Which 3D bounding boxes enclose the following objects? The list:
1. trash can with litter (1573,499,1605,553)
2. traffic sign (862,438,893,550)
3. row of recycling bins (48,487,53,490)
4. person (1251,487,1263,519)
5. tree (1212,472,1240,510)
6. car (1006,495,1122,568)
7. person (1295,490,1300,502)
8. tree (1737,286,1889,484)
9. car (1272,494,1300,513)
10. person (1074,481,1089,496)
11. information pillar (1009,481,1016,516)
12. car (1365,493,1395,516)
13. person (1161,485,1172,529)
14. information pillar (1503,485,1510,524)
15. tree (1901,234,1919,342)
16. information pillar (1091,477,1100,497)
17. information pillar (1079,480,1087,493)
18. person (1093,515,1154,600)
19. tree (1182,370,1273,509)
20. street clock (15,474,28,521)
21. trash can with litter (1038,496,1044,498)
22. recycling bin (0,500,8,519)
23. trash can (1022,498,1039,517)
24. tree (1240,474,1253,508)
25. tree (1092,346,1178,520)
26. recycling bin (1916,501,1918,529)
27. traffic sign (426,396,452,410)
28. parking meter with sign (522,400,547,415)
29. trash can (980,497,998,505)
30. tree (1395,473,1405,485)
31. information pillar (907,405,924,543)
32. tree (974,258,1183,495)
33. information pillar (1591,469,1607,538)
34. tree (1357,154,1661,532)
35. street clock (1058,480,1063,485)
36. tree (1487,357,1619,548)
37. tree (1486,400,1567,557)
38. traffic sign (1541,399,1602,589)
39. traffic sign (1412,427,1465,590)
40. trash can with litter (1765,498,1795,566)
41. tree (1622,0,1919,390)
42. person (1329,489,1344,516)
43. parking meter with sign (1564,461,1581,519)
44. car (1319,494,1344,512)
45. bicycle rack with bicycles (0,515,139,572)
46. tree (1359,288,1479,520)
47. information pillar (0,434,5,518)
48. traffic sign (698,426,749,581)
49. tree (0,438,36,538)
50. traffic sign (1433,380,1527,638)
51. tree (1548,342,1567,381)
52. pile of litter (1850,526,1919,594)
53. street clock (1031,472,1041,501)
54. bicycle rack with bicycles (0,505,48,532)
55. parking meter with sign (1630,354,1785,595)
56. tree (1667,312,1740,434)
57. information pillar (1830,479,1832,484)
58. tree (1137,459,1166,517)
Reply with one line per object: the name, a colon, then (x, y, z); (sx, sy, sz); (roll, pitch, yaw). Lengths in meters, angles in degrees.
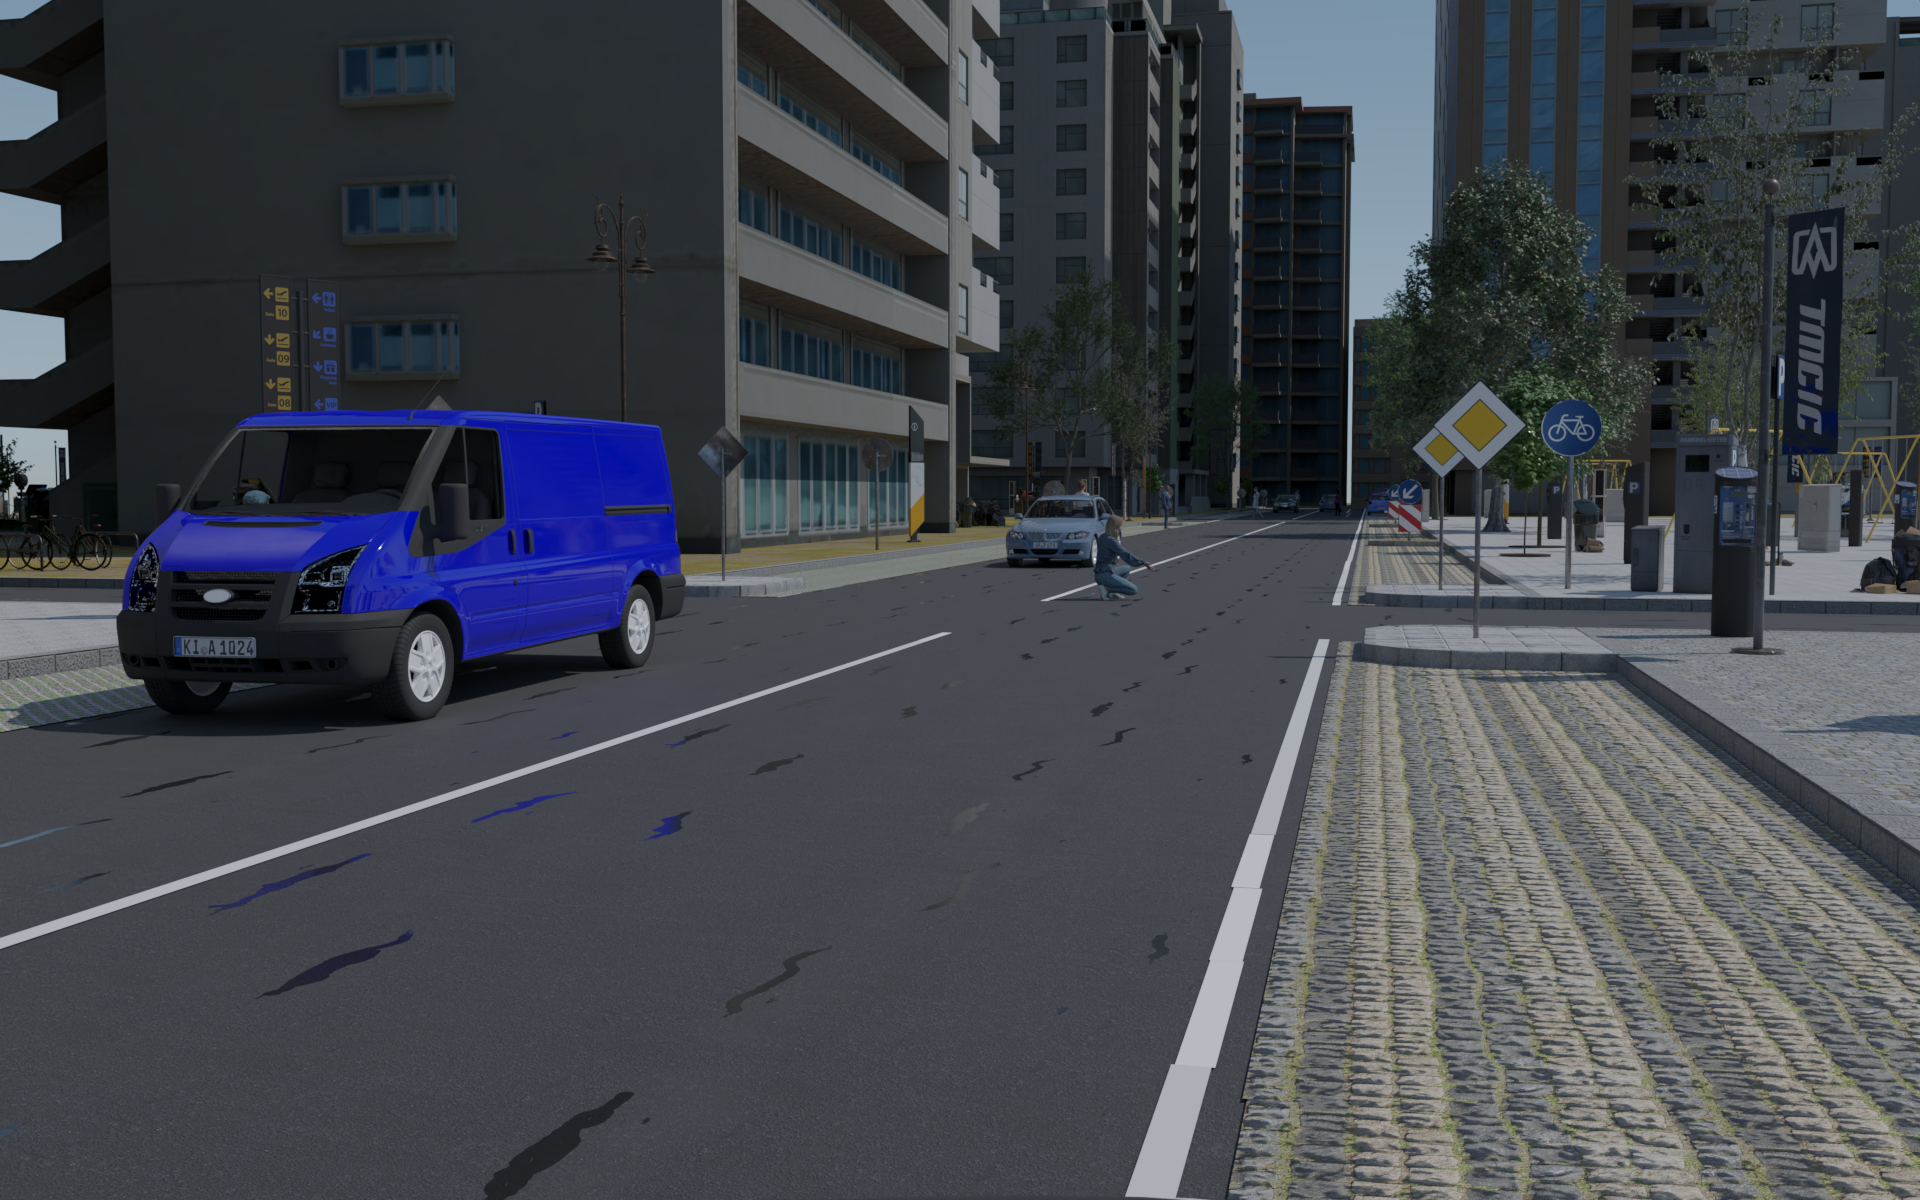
trash can with litter: (13.964, -1.644, 38.262); (0.624, 1.170, 1.055); (0, 4, -3)
traffic sign: (-1.899, -2.414, 39.574); (0.768, 2.556, 0.104); (1, 4, 18)
row of recycling bins: (-55.173, -6.022, 105.579); (3.534, 1.692, 1.069); (2, 4, 25)
person: (16.643, -5.414, 97.107); (0.778, 1.811, 0.616); (1, 4, 17)
tree: (21.119, -8.807, 138.596); (1.663, 3.219, 1.824); (0, 3, 0)
car: (2.192, -1.435, 35.464); (2.014, 1.417, 4.499); (1, 4, 15)
person: (26.728, -7.832, 137.228); (0.551, 1.740, 0.621); (3, 5, 42)
tree: (29.472, -6.667, 59.366); (4.737, 8.622, 4.395); (0, 3, 0)
car: (24.956, -7.388, 132.587); (2.131, 1.459, 4.920); (1, 4, 13)
person: (3.027, -2.038, 42.388); (0.480, 1.755, 0.524); (1, 4, 17)
information pillar: (3.010, -5.806, 99.417); (0.304, 2.012, 0.304); (1, 4, 18)
car: (27.806, -6.420, 114.560); (1.945, 1.707, 3.694); (1, 4, 13)
person: (8.443, -3.800, 70.813); (0.419, 1.800, 0.721); (1, 4, 18)
information pillar: (23.226, -5.038, 73.719); (0.183, 3.616, 0.504); (-1, 4, -11)
tree: (31.803, -7.667, 51.103); (9.928, 11.665, 9.643); (0, 3, 0)
information pillar: (5.831, -4.296, 74.737); (0.304, 2.012, 0.304); (-1, 4, -10)
information pillar: (6.239, -5.118, 88.164); (0.304, 2.012, 0.304); (-2, 4, -28)
person: (2.153, -0.588, 23.619); (0.738, 1.151, 1.012); (-1, 4, -11)
tree: (22.517, -13.417, 145.124); (9.928, 11.665, 9.643); (0, 3, 0)
street clock: (-33.635, -3.518, 62.086); (0.471, 2.002, 0.358); (2, 4, 26)
trash can with litter: (5.427, -5.440, 99.996); (1.678, 1.210, 2.233); (0, 4, -1)
recycling bin: (-40.868, -3.728, 73.506); (0.722, 1.027, 0.722); (-3, 5, -41)
trash can: (3.959, -5.462, 100.959); (0.748, 1.137, 0.748); (0, 3, 0)
tree: (27.351, -10.391, 164.494); (1.663, 3.219, 1.824); (0, 3, 0)
tree: (8.387, -8.265, 85.499); (4.360, 8.622, 3.978); (0, 3, 0)
recycling bin: (34.476, -3.017, 61.882); (0.722, 1.027, 0.722); (1, 4, 12)
traffic sign: (-5.326, -0.861, 17.719); (0.795, 2.450, 0.064); (1, 4, 13)
parking meter with sign: (-8.531, -2.182, 31.942); (1.738, 3.016, 0.543); (-2, 4, -30)
trash can: (1.261, -3.901, 75.437); (0.748, 1.137, 0.748); (0, 3, 0)
tree: (39.502, -9.723, 153.577); (1.663, 3.219, 1.824); (0, 3, 0)
information pillar: (-1.166, -3.336, 45.895); (0.504, 3.616, 0.183); (-3, 5, -43)
tree: (4.325, -8.228, 68.935); (8.767, 10.594, 7.601); (-2, 4, -35)
information pillar: (18.793, -2.836, 50.863); (0.304, 2.012, 0.304); (2, 4, 27)
tree: (18.426, -8.672, 58.790); (9.611, 12.733, 9.660); (0, 3, 0)
street clock: (5.270, -5.311, 91.402); (0.358, 2.002, 0.471); (1, 4, 21)
tree: (13.991, -3.537, 41.541); (4.285, 4.588, 4.351); (0, 3, 0)
tree: (11.512, -2.509, 35.627); (1.663, 3.219, 1.824); (0, 3, 0)
traffic sign: (8.219, -1.421, 23.343); (0.768, 2.556, 0.104); (1, 4, 16)
traffic sign: (6.430, -1.192, 23.131); (0.795, 2.450, 0.064); (1, 4, 13)
trash can with litter: (14.061, -1.235, 31.244); (2.233, 1.210, 1.678); (1, 4, 10)
tree: (12.185, -4.644, 26.299); (4.360, 8.622, 3.978); (0, 3, 0)
person: (24.983, -6.463, 114.853); (1.217, 1.739, 0.721); (-2, 4, -28)
parking meter with sign: (32.083, -5.765, 90.522); (0.543, 3.016, 1.738); (0, 4, -2)
car: (29.769, -7.765, 138.965); (2.014, 1.417, 4.499); (1, 4, 14)
bicycle rack with bicycles: (-15.462, -0.995, 29.644); (2.925, 0.926, 2.852); (2, 4, 30)
tree: (23.544, -9.773, 85.550); (9.928, 11.665, 9.643); (0, 3, 0)
information pillar: (-37.729, -4.698, 68.166); (0.183, 3.616, 0.504); (-3, 5, -42)
traffic sign: (-3.486, -1.336, 25.490); (0.795, 2.450, 0.064); (1, 4, 13)
tree: (-28.660, -3.474, 51.403); (1.663, 3.219, 1.824); (0, 3, 0)
traffic sign: (4.591, -0.717, 15.360); (0.795, 2.450, 0.064); (1, 4, 13)
tree: (24.221, -7.112, 66.649); (4.360, 8.622, 3.978); (0, 3, 0)
pile of litter: (12.504, -0.523, 22.520); (1.719, 0.858, 1.176); (1, 4, 17)
street clock: (2.544, -3.249, 57.683); (0.358, 2.002, 0.471); (0, 4, 2)
bicycle rack with bicycles: (-36.031, -3.117, 64.346); (2.852, 0.926, 2.925); (-1, 4, -10)
parking meter with sign: (9.625, -1.596, 22.362); (1.738, 3.016, 0.543); (2, 4, 34)
tree: (30.896, -7.371, 70.885); (4.737, 8.622, 4.395); (0, 3, 0)
information pillar: (41.256, -4.727, 81.778); (0.304, 2.012, 0.304); (0, 4, 3)
tree: (10.584, -6.189, 95.796); (1.663, 3.219, 1.824); (0, 3, 0)
